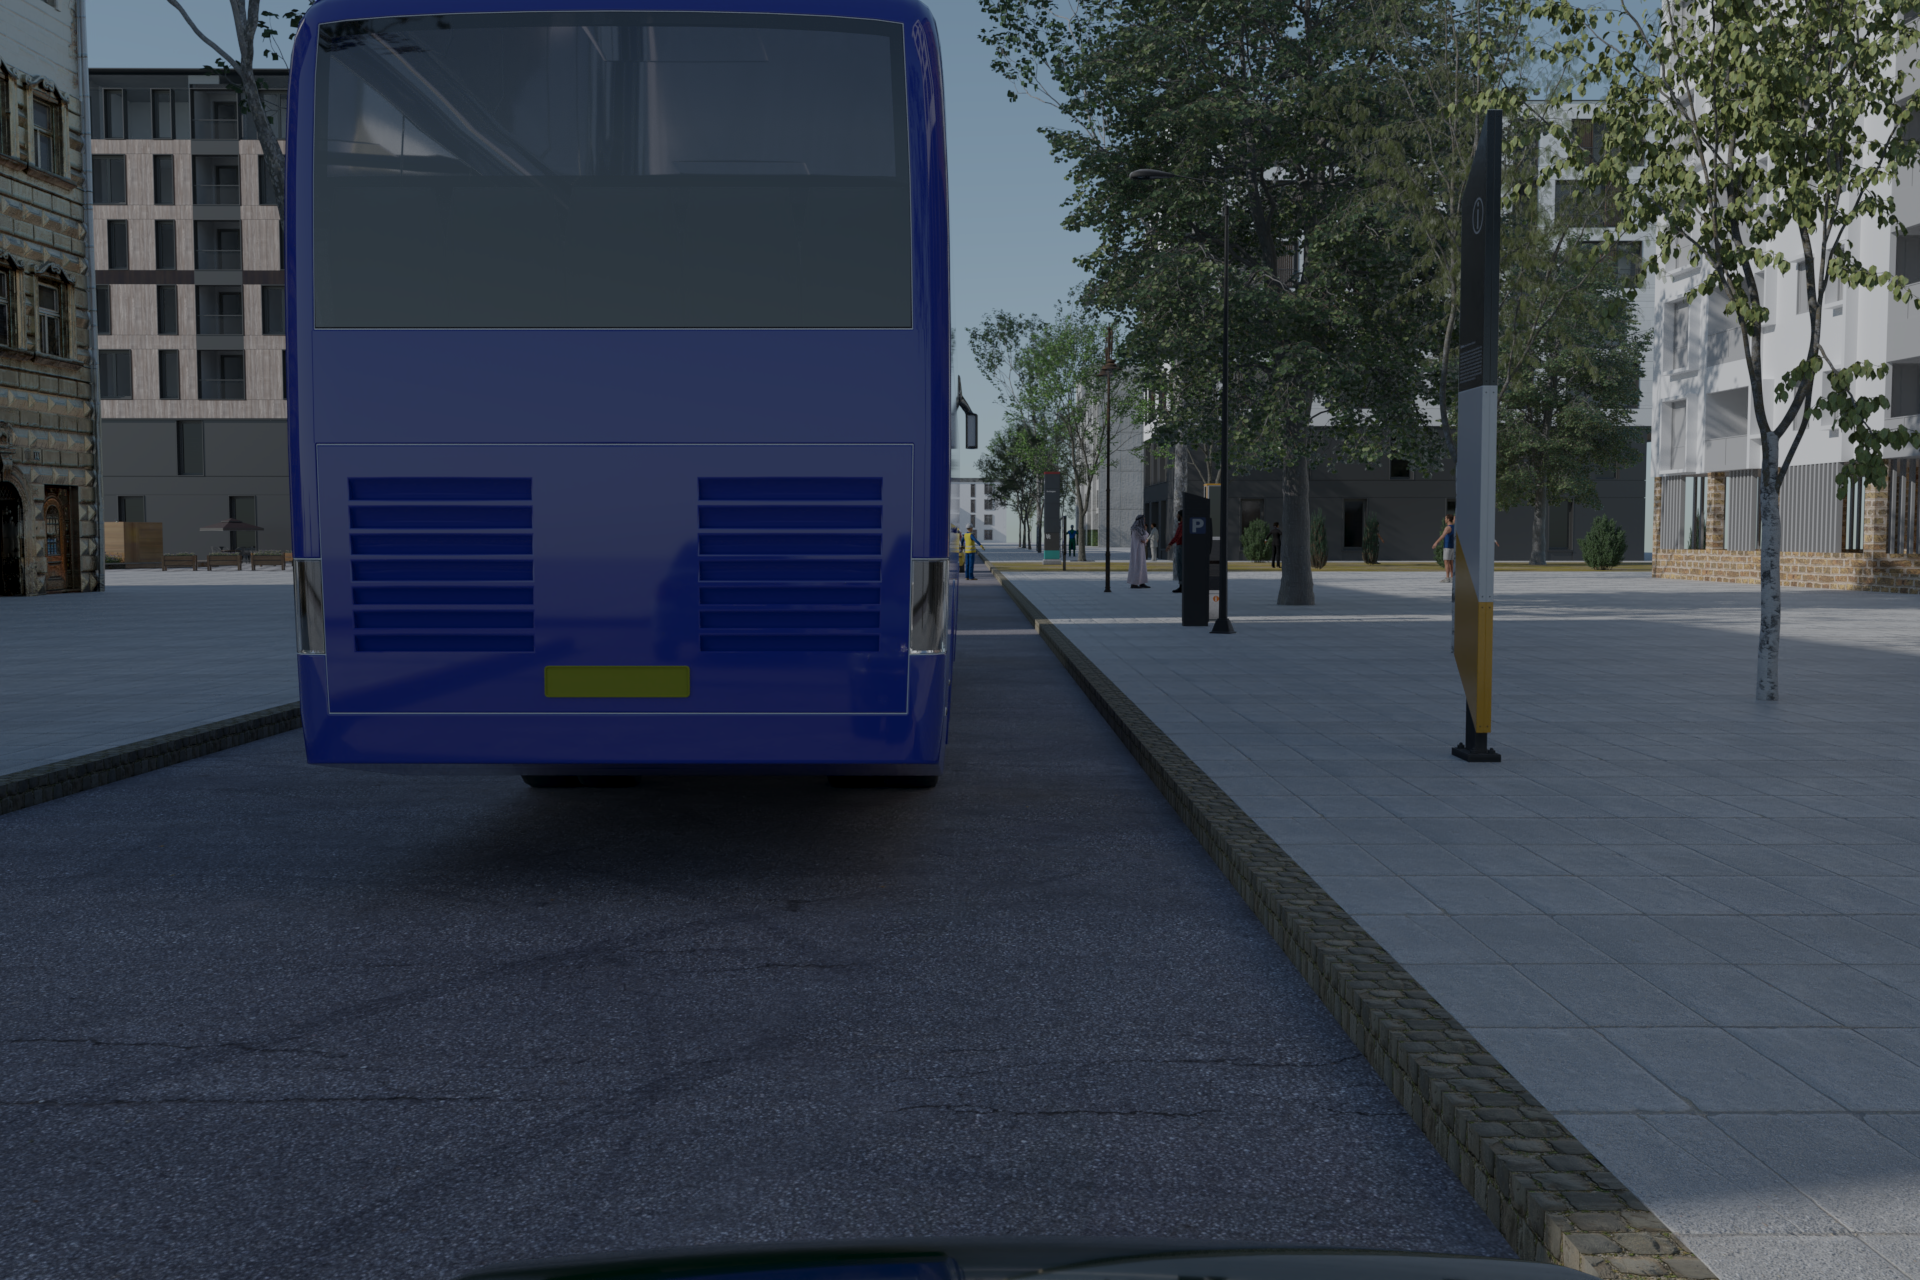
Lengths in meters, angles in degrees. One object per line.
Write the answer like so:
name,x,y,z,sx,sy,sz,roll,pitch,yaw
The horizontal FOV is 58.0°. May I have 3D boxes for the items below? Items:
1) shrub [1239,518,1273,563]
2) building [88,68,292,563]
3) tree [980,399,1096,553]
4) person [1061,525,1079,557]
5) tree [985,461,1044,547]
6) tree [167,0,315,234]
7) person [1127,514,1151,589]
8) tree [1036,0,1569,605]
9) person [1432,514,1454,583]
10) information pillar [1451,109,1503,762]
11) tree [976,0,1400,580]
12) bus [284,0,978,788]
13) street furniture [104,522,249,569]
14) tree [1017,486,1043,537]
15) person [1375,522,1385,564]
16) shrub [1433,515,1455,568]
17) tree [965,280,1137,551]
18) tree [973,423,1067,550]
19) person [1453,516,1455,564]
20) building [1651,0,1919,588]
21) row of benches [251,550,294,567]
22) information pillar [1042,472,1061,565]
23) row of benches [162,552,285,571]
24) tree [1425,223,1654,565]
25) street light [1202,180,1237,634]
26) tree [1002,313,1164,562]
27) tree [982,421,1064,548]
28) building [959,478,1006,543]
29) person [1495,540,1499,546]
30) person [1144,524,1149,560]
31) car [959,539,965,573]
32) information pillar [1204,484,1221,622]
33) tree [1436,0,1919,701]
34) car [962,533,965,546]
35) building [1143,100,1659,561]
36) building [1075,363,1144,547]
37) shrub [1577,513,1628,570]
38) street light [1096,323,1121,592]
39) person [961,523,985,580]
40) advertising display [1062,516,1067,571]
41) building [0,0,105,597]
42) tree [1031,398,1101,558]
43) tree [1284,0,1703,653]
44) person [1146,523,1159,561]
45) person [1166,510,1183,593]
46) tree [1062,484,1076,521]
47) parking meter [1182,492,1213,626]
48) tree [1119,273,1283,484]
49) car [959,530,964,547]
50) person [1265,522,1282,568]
shrub,13.375,-4.473,77.551,1.690,2.028,1.600,0,3,0
building,-29.135,-15.213,92.705,27.936,21.610,32.646,0,4,-1
tree,5.348,-11.206,117.626,8.767,10.594,7.601,1,4,10
person,6.357,-5.626,98.104,1.347,1.817,0.704,1,4,8
tree,6.017,-14.155,165.843,7.601,10.594,8.767,-3,5,-41
tree,-10.933,-10.338,24.918,12.611,20.169,13.585,0,3,0
person,4.229,-2.081,40.736,0.621,1.740,0.551,0,4,-7
tree,6.160,-7.602,30.946,9.857,13.997,8.962,0,3,0
person,12.930,-2.428,45.872,0.704,1.807,1.345,3,5,43
information pillar,2.949,-1.133,9.872,0.183,3.616,0.504,0,3,0
tree,7.566,-11.698,47.160,12.611,20.169,13.585,0,3,0
bus,-1.276,-1.287,12.597,2.896,3.916,12.251,0,4,0
street furniture,-34.086,-3.630,66.210,9.812,1.723,11.010,1,4,19
tree,10.001,-18.304,249.627,4.737,8.622,4.395,0,3,0
person,17.777,-4.147,73.952,0.704,1.843,1.345,0,4,-7
shrub,17.474,-3.461,61.001,1.690,2.028,1.600,0,3,0
tree,7.042,-16.701,128.949,12.611,20.169,13.585,0,3,0
tree,5.554,-12.730,142.550,8.767,10.594,7.601,-3,5,-40
person,13.950,-2.602,48.719,0.705,1.807,1.348,2,4,32
building,25.149,-11.725,48.120,16.016,20.090,11.380,0,4,0
row of benches,-26.606,-3.309,69.557,1.422,0.672,4.104,2,4,34
information pillar,3.833,-5.069,72.256,0.750,3.857,0.750,0,4,-1
row of benches,-25.655,-2.762,60.619,4.104,0.672,1.422,-1,4,-16
tree,24.344,-10.144,72.502,9.857,13.997,8.962,0,3,0
street light,3.942,-3.038,22.212,1.470,5.913,1.316,0,4,0
tree,5.771,-9.461,80.449,9.928,11.665,9.643,0,3,0
tree,5.711,-14.010,154.812,9.928,11.665,9.643,0,3,0
building,-7.081,-18.950,254.435,28.070,9.664,9.099,0,4,0
person,16.052,-2.907,53.688,1.344,1.810,0.704,-1,4,-12
person,9.239,-4.901,86.404,0.705,1.796,1.348,1,4,8
car,-0.654,-3.385,65.575,2.015,1.641,3.980,0,4,0
information pillar,3.746,-1.281,25.440,0.304,2.012,0.304,0,4,0
tree,6.038,-3.833,13.035,4.737,8.622,4.395,0,3,0
car,-0.007,-9.493,164.807,1.945,1.707,3.694,0,4,-1
building,24.125,-15.547,98.172,27.936,21.610,32.646,0,4,0
building,22.058,-19.645,187.648,16.747,18.905,31.486,0,4,0
shrub,22.882,-3.501,61.656,1.690,2.028,1.600,0,3,0
street light,3.257,-3.990,38.021,0.468,5.910,1.993,0,4,0
person,0.378,-2.746,53.826,0.721,1.772,1.216,-2,4,-35
advertising display,3.652,-3.390,60.643,0.123,1.923,0.974,0,4,0
building,-28.389,-12.112,28.962,19.493,23.208,18.063,0,4,0
tree,5.325,-8.785,94.000,4.360,8.622,3.978,0,3,0
tree,5.147,-4.166,18.476,4.360,8.622,3.978,0,3,0
person,9.080,-4.597,81.351,0.705,1.806,1.347,2,4,28
person,4.830,-1.941,37.842,0.704,1.816,1.345,2,4,27
tree,18.715,-19.705,256.582,7.601,10.594,8.767,0,4,-5
parking meter,3.303,-1.126,24.126,0.399,1.863,0.255,0,4,0
tree,10.001,-8.708,68.132,9.928,11.665,9.643,0,3,0
car,-0.645,-8.349,145.178,2.281,1.827,5.304,0,4,0
person,12.006,-3.593,65.463,0.721,1.740,1.216,-3,5,-42
